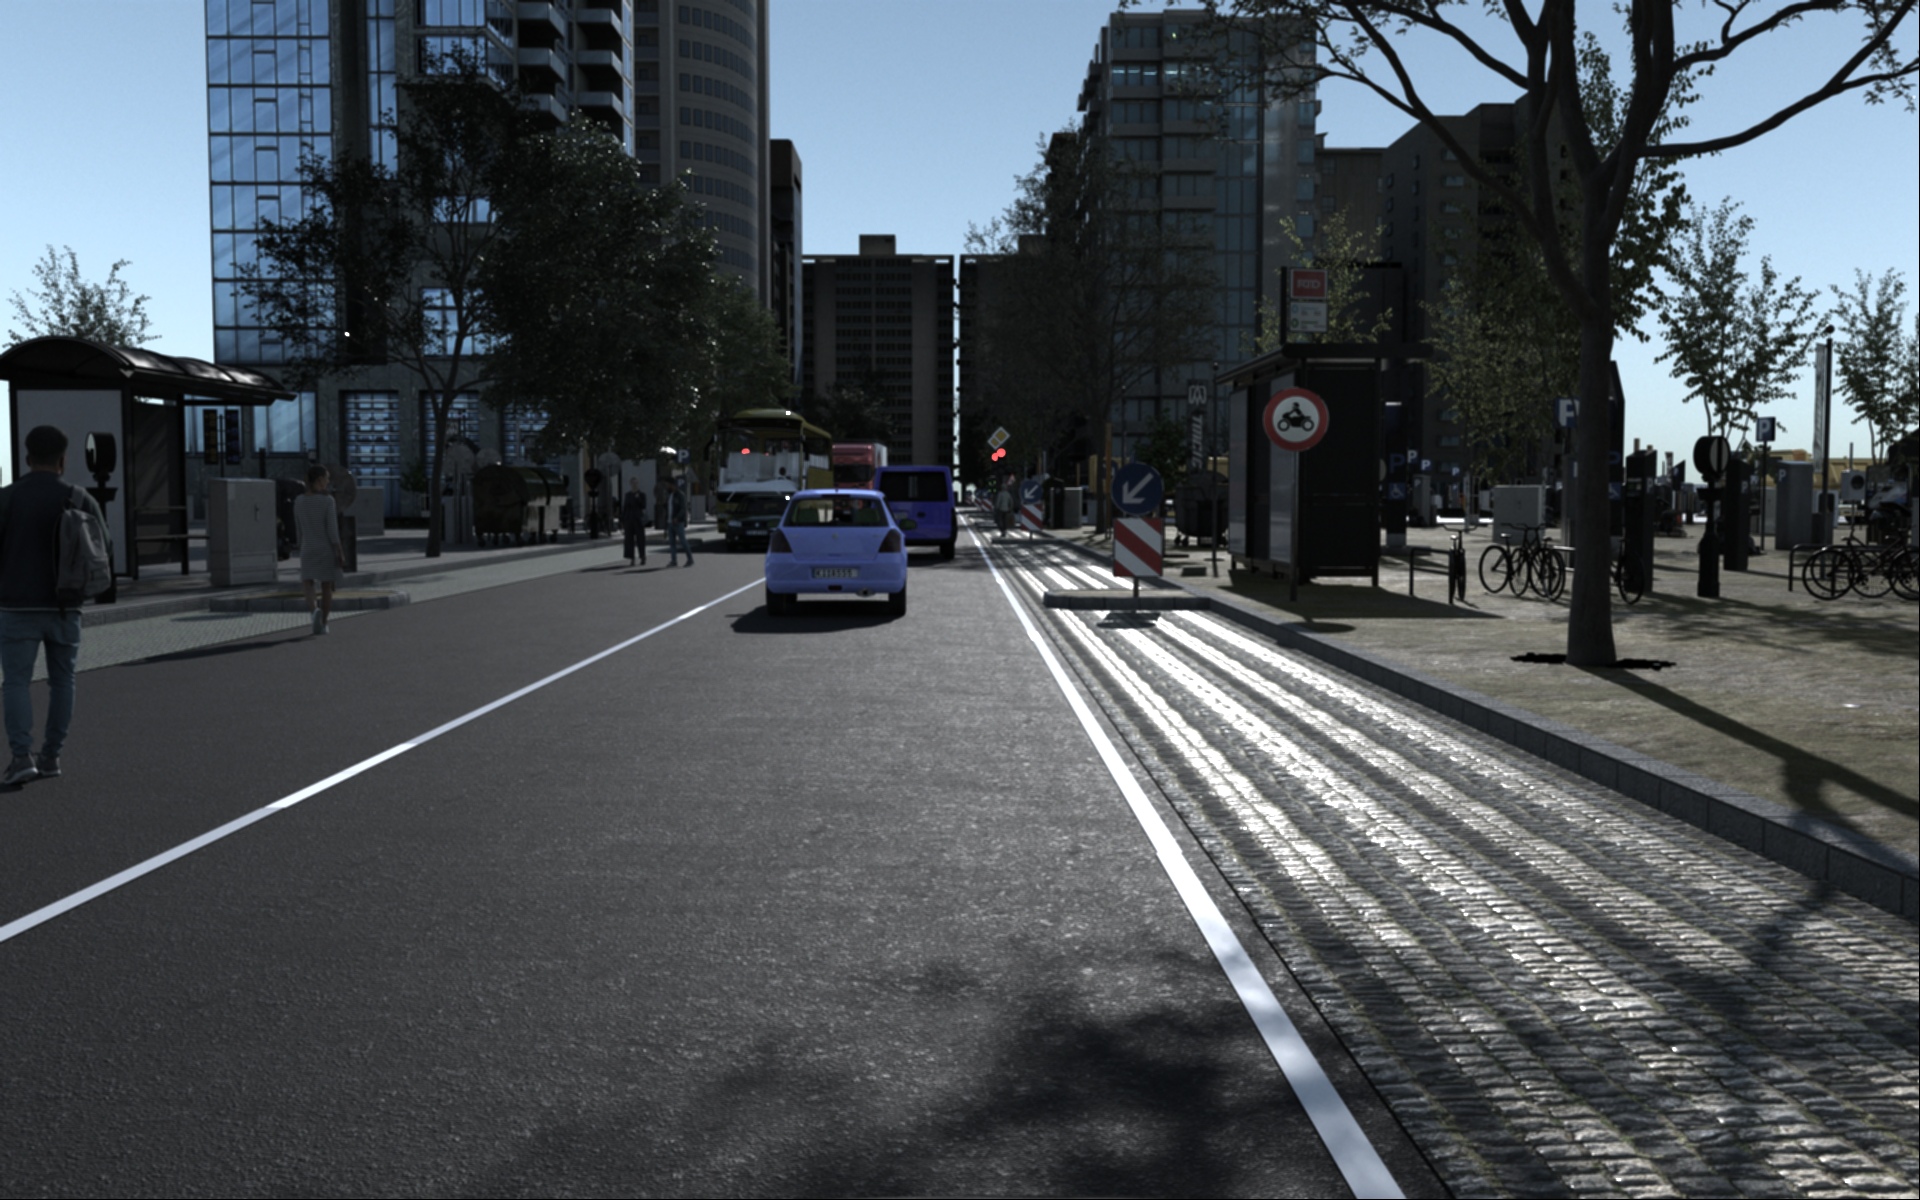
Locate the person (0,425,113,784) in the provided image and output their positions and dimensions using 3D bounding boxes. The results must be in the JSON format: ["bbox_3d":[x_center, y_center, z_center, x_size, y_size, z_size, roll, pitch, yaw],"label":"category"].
[{"bbox_3d":[-4.640,0.005,8.764,0.721,1.781,0.623,3,5,40],"label":"person"}]

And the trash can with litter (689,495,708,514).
[{"bbox_3d":[-18.963,-7.045,126.241,2.233,1.210,1.678,-3,5,-43],"label":"trash can with litter"}]

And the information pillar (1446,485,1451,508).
[{"bbox_3d":[39.698,-8.333,140.739,0.304,2.012,0.304,-3,5,-42],"label":"information pillar"}]

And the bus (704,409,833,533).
[{"bbox_3d":[-5.617,-3.803,53.730,2.896,3.916,12.252,0,4,0],"label":"bus"}]

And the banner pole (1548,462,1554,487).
[{"bbox_3d":[46.461,-8.949,136.336,0.401,3.779,0.863,-1,4,-15],"label":"banner pole"}]

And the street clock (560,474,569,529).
[{"bbox_3d":[-14.593,-3.627,63.877,0.358,2.002,0.471,-2,4,-30],"label":"street clock"}]

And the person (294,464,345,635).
[{"bbox_3d":[-6.490,-0.509,17.567,0.466,1.731,0.760,-2,4,-27],"label":"person"}]

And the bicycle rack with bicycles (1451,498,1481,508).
[{"bbox_3d":[42.625,-8.238,148.070,2.852,0.926,2.925,3,4,38],"label":"bicycle rack with bicycles"}]

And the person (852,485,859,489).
[{"bbox_3d":[-3.539,-3.098,59.743,0.643,1.750,0.593,0,4,2],"label":"person"}]

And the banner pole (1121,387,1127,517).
[{"bbox_3d":[3.839,-3.088,40.503,0.401,3.779,0.863,0,4,-1],"label":"banner pole"}]

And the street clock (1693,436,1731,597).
[{"bbox_3d":[9.361,-1.042,21.604,0.471,2.002,0.358,-3,4,-36],"label":"street clock"}]

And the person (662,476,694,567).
[{"bbox_3d":[-5.615,-1.550,34.190,0.623,1.781,0.721,2,4,31],"label":"person"}]

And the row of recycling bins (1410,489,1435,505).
[{"bbox_3d":[34.653,-7.620,131.695,1.069,1.692,3.534,-2,4,-33],"label":"row of recycling bins"}]

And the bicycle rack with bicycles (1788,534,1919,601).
[{"bbox_3d":[11.802,-0.506,21.653,2.925,0.926,2.852,1,4,11],"label":"bicycle rack with bicycles"}]

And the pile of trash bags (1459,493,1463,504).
[{"bbox_3d":[42.111,-7.992,140.418,3.447,1.369,1.912,0,4,5],"label":"pile of trash bags"}]

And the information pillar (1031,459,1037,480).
[{"bbox_3d":[4.741,-7.323,111.093,0.183,3.616,0.504,-3,5,-44],"label":"information pillar"}]

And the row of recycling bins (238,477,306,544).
[{"bbox_3d":[-17.749,-2.288,44.524,1.069,1.692,3.534,0,4,3],"label":"row of recycling bins"}]

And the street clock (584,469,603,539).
[{"bbox_3d":[-10.433,-2.738,49.335,0.471,2.002,0.358,0,4,4],"label":"street clock"}]

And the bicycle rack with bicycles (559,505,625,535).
[{"bbox_3d":[-11.719,-2.560,55.238,2.852,0.926,2.925,-2,4,-25],"label":"bicycle rack with bicycles"}]

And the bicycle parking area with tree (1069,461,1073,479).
[{"bbox_3d":[12.165,-9.987,150.286,8.231,4.147,9.016,1,4,19],"label":"bicycle parking area with tree"}]

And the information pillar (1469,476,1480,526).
[{"bbox_3d":[21.006,-4.051,70.724,0.304,2.012,0.304,-1,4,-10],"label":"information pillar"}]

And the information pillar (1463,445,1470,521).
[{"bbox_3d":[24.365,-5.621,83.265,0.183,3.616,0.504,-1,4,-9],"label":"information pillar"}]

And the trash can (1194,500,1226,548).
[{"bbox_3d":[5.969,-1.816,41.353,0.748,1.137,0.748,0,3,0],"label":"trash can"}]

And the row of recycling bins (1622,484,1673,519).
[{"bbox_3d":[27.001,-3.738,68.221,3.534,1.692,1.069,-3,5,-40],"label":"row of recycling bins"}]

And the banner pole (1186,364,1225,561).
[{"bbox_3d":[4.698,-2.647,33.296,0.863,3.779,0.401,-1,4,-20],"label":"banner pole"}]

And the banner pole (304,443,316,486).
[{"bbox_3d":[-31.788,-5.789,84.670,0.401,3.779,0.863,2,4,34],"label":"banner pole"}]

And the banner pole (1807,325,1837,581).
[{"bbox_3d":[12.708,-2.173,25.549,0.401,3.779,0.863,3,5,42],"label":"banner pole"}]

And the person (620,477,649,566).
[{"bbox_3d":[-6.556,-1.588,34.880,0.576,1.772,0.534,0,4,-7],"label":"person"}]

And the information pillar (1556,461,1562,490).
[{"bbox_3d":[40.676,-7.709,117.388,0.504,3.616,0.183,2,4,34],"label":"information pillar"}]

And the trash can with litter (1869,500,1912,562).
[{"bbox_3d":[17.800,-1.304,32.711,1.055,1.170,0.624,-1,4,-16],"label":"trash can with litter"}]

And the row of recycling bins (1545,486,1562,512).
[{"bbox_3d":[31.563,-5.157,91.434,1.069,1.692,3.534,-3,5,-44],"label":"row of recycling bins"}]

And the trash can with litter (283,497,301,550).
[{"bbox_3d":[-15.776,-1.767,39.946,1.678,1.210,2.233,2,4,34],"label":"trash can with litter"}]

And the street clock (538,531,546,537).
[{"bbox_3d":[-12.417,-2.864,51.398,0.358,2.002,0.471,-1,4,-23],"label":"street clock"}]

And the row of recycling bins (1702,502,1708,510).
[{"bbox_3d":[61.034,-8.263,142.212,1.069,1.692,3.534,3,4,39],"label":"row of recycling bins"}]

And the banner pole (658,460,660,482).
[{"bbox_3d":[-14.621,-5.638,82.199,0.863,3.779,0.401,-1,4,-21],"label":"banner pole"}]

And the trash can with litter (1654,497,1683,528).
[{"bbox_3d":[25.837,-3.175,63.297,1.055,1.170,0.624,0,4,-7],"label":"trash can with litter"}]

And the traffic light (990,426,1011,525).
[{"bbox_3d":[1.674,-5.058,71.621,0.839,4.253,0.868,0,4,0],"label":"traffic light"}]

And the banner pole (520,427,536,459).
[{"bbox_3d":[-16.193,-4.566,64.669,0.863,3.779,0.401,1,4,11],"label":"banner pole"}]

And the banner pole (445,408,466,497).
[{"bbox_3d":[-14.567,-3.683,50.229,0.863,3.779,0.401,-3,5,-43],"label":"banner pole"}]

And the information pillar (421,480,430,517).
[{"bbox_3d":[-26.160,-4.909,84.752,0.304,2.012,0.304,2,4,31],"label":"information pillar"}]

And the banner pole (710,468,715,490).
[{"bbox_3d":[-19.238,-8.905,135.610,0.863,3.779,0.401,1,4,18],"label":"banner pole"}]

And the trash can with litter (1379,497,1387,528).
[{"bbox_3d":[16.023,-3.258,64.650,1.055,1.170,0.624,-3,5,-43],"label":"trash can with litter"}]

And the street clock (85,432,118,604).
[{"bbox_3d":[-10.056,-0.963,20.316,0.358,2.002,0.471,-3,5,-40],"label":"street clock"}]

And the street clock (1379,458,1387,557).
[{"bbox_3d":[8.412,-1.867,35.093,0.471,2.002,0.358,-3,5,-42],"label":"street clock"}]

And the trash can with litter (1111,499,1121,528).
[{"bbox_3d":[6.077,-3.358,66.286,0.624,1.170,1.055,-2,4,-31],"label":"trash can with litter"}]

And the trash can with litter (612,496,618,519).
[{"bbox_3d":[-18.045,-4.859,90.835,0.624,1.170,1.055,-2,4,-34],"label":"trash can with litter"}]

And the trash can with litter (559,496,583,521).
[{"bbox_3d":[-19.014,-4.358,82.303,2.233,1.210,1.678,0,4,6],"label":"trash can with litter"}]

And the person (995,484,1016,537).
[{"bbox_3d":[1.539,-2.998,58.010,0.782,1.767,0.515,-3,5,-42],"label":"person"}]

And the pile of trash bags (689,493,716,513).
[{"bbox_3d":[-17.312,-6.675,118.889,1.912,1.369,3.447,-3,4,-36],"label":"pile of trash bags"}]

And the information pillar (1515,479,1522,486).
[{"bbox_3d":[26.428,-4.741,82.007,0.304,2.012,0.304,1,4,9],"label":"information pillar"}]
